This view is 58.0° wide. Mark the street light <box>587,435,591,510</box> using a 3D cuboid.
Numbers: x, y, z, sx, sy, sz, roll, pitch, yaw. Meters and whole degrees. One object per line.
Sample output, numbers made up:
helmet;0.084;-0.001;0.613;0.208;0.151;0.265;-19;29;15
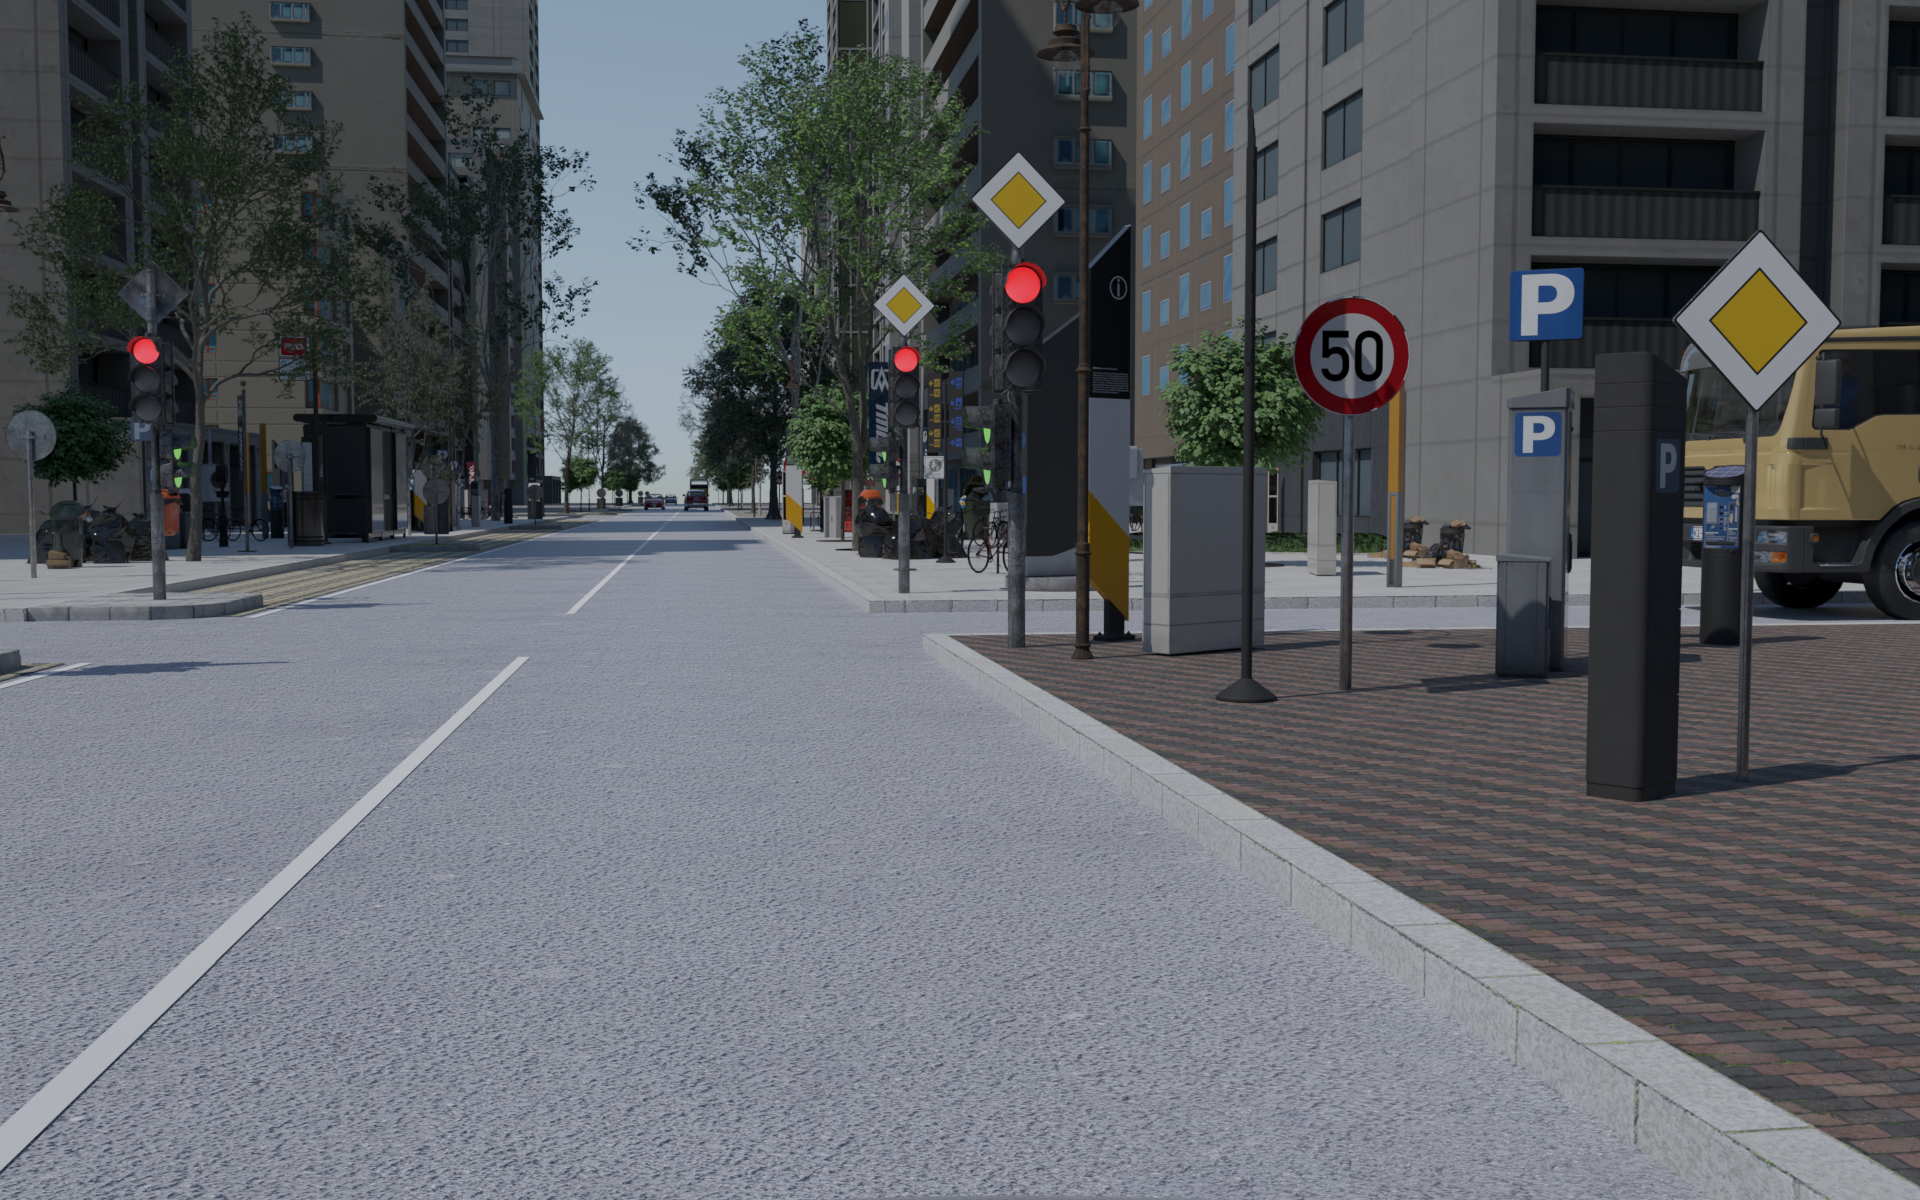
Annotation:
street light;-29.114;-9.973;135.853;0.468;5.910;1.993;-1;4;-9

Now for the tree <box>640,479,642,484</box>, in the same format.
tree;-43.976;-15.115;230.849;4.285;4.588;4.351;0;3;0

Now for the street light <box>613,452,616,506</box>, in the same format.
street light;-35.659;-12.598;178.758;0.468;5.910;1.993;-1;4;-9

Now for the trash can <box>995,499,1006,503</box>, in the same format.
trash can;1.419;-2.527;52.970;0.748;1.137;0.748;0;3;0

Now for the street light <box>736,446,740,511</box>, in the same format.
street light;-16.966;-9.774;132.596;0.468;5.910;1.993;-1;4;-9

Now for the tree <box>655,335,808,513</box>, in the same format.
tree;-13.860;-12.547;115.515;12.009;13.543;11.850;0;3;0

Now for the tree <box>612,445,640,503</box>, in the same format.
tree;-46.503;-17.806;241.486;4.360;8.622;3.978;0;3;0

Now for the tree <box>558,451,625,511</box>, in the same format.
tree;-28.111;-8.829;128.062;4.285;4.588;4.351;0;3;0

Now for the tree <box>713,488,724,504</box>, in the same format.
tree;-29.972;-16.483;219.867;4.737;8.622;4.395;0;3;0

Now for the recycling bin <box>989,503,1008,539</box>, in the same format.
recycling bin;1.165;-2.286;49.936;0.722;1.027;0.722;-2;4;-30

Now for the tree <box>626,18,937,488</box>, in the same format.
tree;-7.417;-13.205;71.793;12.611;20.169;13.585;0;3;0

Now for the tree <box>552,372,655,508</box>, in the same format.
tree;-34.250;-15.580;165.103;12.009;13.543;11.850;0;3;0

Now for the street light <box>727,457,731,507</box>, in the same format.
street light;-22.822;-12.142;171.308;0.468;5.910;1.993;-1;4;-9

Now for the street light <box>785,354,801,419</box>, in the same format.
street light;-5.512;-5.161;57.174;0.468;5.910;1.993;-1;4;-9

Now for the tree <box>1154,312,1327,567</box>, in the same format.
tree;5.008;-2.877;30.759;4.285;4.588;4.351;0;3;0

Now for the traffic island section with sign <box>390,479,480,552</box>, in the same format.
traffic island section with sign;-13.151;-2.132;43.478;1.989;1.847;2.006;-1;4;-9

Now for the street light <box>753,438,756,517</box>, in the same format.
street light;-11.457;-7.555;96.307;0.468;5.910;1.993;-1;4;-9

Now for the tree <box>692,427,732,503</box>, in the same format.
tree;-26.764;-17.142;198.391;7.486;12.596;7.792;0;3;0

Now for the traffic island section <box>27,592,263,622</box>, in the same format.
traffic island section;-9.739;0.076;21.040;2.009;0.180;2.903;-1;4;-9

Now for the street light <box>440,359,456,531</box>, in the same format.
street light;-17.522;-5.301;59.454;0.468;5.910;1.993;-1;4;-9

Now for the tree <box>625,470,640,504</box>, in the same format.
tree;-39.134;-12.956;195.549;4.285;4.588;4.351;0;3;0

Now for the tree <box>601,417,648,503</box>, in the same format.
tree;-47.810;-20.450;251.367;9.611;12.733;9.660;0;3;0

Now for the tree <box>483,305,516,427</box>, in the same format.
tree;-18.198;-6.870;62.683;4.360;8.622;3.978;0;3;0

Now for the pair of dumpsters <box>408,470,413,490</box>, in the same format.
pair of dumpsters;-21.879;-3.938;66.880;1.574;2.255;4.437;-1;4;-8

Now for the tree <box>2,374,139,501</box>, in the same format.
tree;-24.447;-3.906;47.571;4.285;4.588;4.351;0;3;0

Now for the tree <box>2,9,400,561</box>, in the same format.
tree;-14.304;-6.020;32.844;7.601;10.594;8.767;-1;4;-20

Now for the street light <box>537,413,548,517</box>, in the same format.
street light;-23.405;-7.608;97.185;0.468;5.910;1.993;-1;4;-9

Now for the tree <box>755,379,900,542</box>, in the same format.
tree;-3.153;-3.853;46.716;4.285;4.588;4.351;0;3;0

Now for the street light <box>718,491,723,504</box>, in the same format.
street light;-35.339;-17.169;253.493;0.468;5.910;1.993;-1;4;-9

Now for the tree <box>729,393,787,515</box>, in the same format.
tree;-11.924;-9.397;104.000;4.360;8.622;3.978;0;3;0

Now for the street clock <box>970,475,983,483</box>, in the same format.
street clock;0.629;-3.739;65.703;0.471;2.002;0.358;0;4;-7

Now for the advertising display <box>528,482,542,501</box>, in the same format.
advertising display;-23.302;-5.490;94.971;0.974;1.923;0.123;2;4;34

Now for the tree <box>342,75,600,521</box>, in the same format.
tree;-23.046;-13.784;81.263;12.611;20.169;13.585;0;3;0

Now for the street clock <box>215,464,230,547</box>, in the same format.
street clock;-17.843;-2.284;41.916;0.358;2.002;0.471;-1;4;-15

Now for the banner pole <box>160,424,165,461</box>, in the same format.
banner pole;-24.901;-3.914;54.008;0.863;3.779;0.401;3;4;38

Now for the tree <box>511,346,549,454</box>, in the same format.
tree;-25.667;-11.471;113.298;9.928;11.665;9.643;0;3;0

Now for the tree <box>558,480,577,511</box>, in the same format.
tree;-29.987;-8.422;132.300;1.663;3.219;1.824;0;3;0

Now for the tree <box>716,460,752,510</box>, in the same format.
tree;-18.222;-9.783;143.663;4.285;4.588;4.351;0;3;0

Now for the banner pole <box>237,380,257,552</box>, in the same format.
banner pole;-15.921;-2.963;38.462;0.401;3.779;0.863;-2;4;-35

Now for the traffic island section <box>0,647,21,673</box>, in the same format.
traffic island section;-8.544;0.559;13.144;2.009;0.180;2.903;-1;4;-9

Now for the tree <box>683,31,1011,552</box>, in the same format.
tree;-2.318;-6.923;38.951;9.928;11.665;9.643;0;3;0

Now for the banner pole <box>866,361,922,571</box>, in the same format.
banner pole;-1.145;-2.378;28.902;0.863;3.779;0.401;-1;4;-18

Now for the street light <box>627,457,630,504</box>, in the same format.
street light;-41.526;-14.945;217.131;0.468;5.910;1.993;-1;4;-9

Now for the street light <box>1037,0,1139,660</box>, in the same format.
street light;0.955;-2.479;13.321;0.468;5.910;1.993;-1;4;-9

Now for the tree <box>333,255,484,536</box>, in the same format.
tree;-17.006;-6.284;53.113;4.360;8.622;3.978;0;3;0

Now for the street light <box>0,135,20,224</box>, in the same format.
street light;-11.817;-2.942;20.889;0.468;5.910;1.993;-1;4;-9

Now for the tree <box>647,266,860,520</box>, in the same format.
tree;-9.371;-10.411;87.231;9.611;12.733;9.660;0;3;0

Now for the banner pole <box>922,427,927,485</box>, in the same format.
banner pole;-1.184;-4.104;57.110;0.863;3.779;0.401;3;5;41
